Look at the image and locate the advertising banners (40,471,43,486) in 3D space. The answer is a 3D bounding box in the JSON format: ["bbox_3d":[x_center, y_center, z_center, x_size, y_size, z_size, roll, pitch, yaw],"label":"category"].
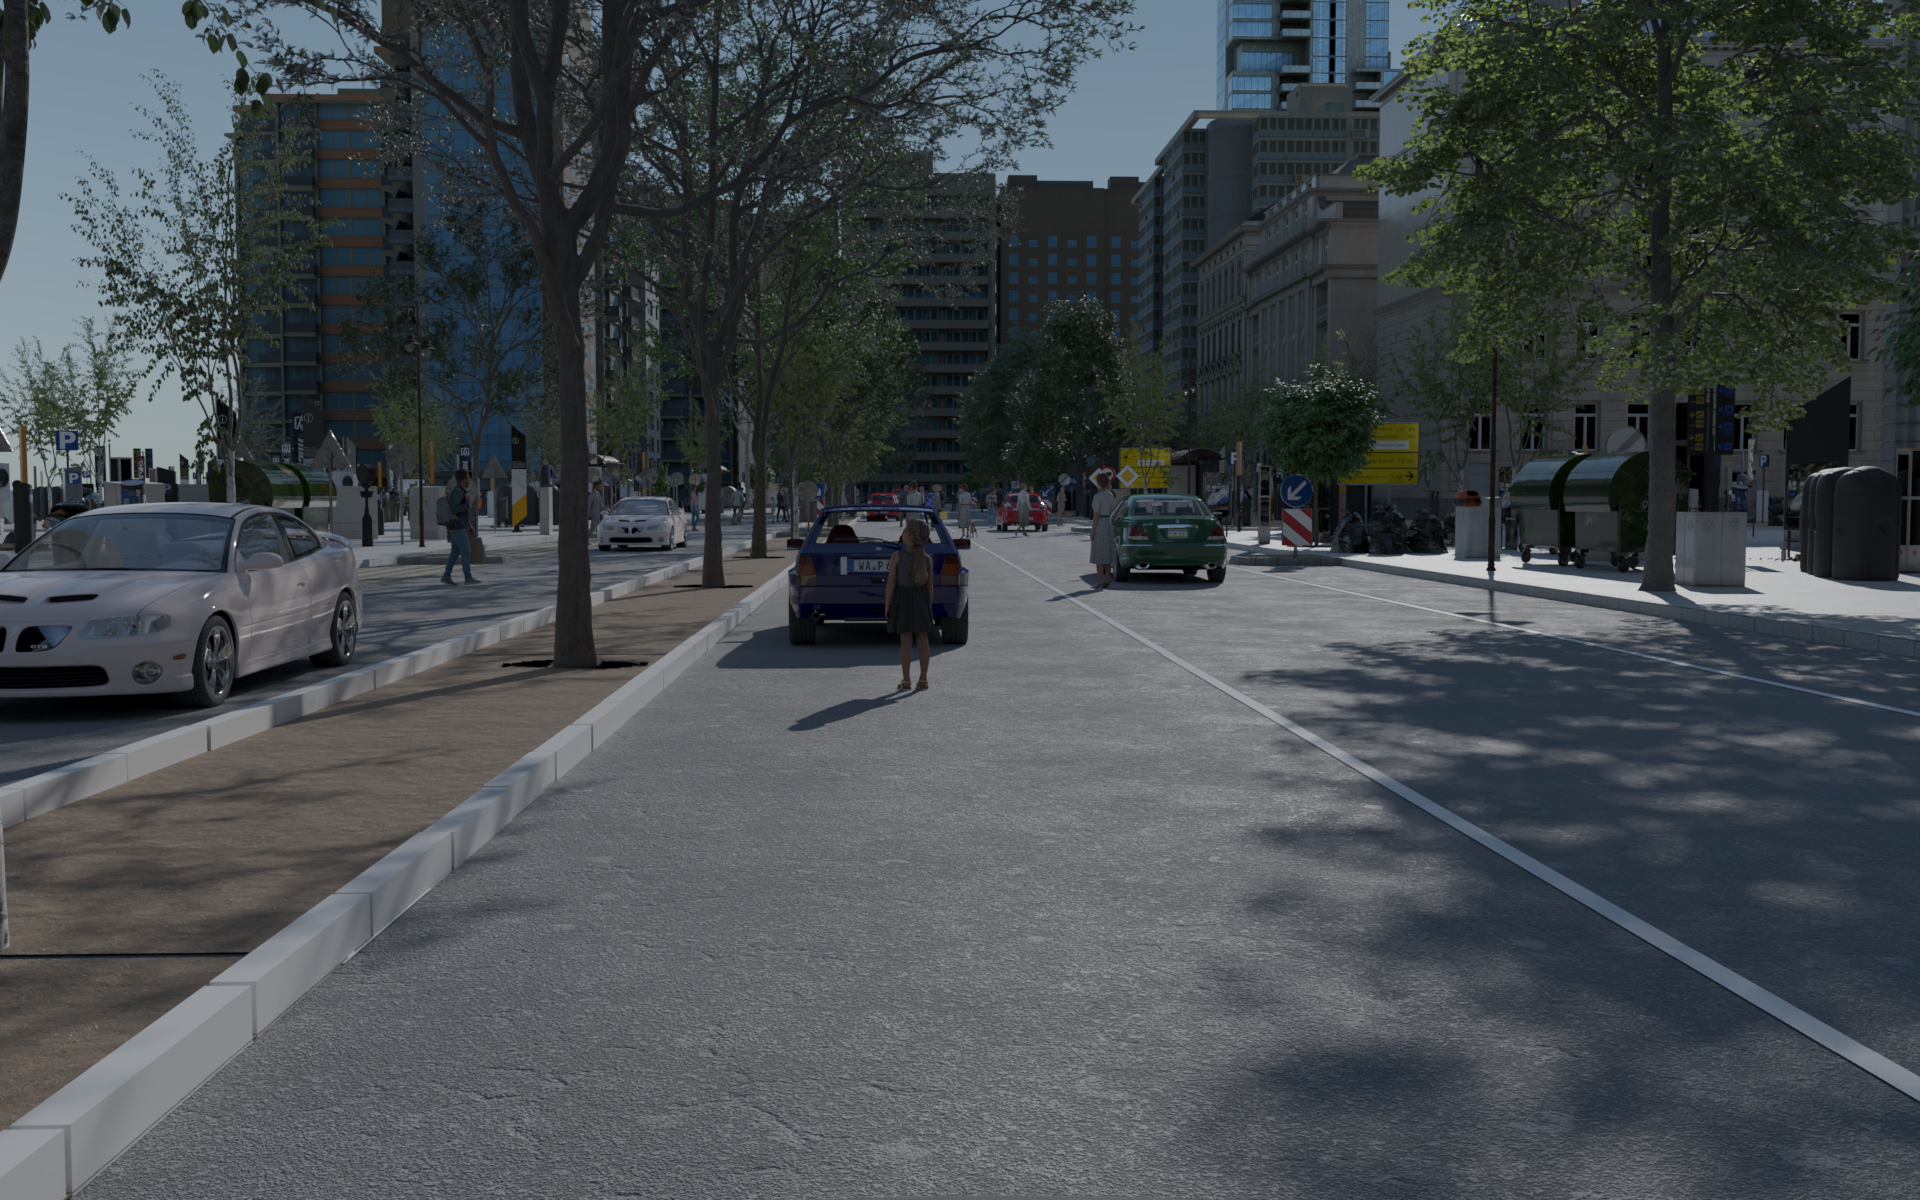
[{"bbox_3d":[-70.089,-8.294,131.786,0.090,3.025,2.074,-3,5,-43],"label":"advertising banners"}]

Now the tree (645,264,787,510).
[{"bbox_3d":[-18.509,-17.356,139.665,12.611,20.169,13.585,0,3,0],"label":"tree"}]

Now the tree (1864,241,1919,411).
[{"bbox_3d":[10.284,-1.999,16.393,4.285,4.588,4.351,0,3,0],"label":"tree"}]

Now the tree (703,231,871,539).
[{"bbox_3d":[-4.461,-5.771,47.177,4.737,8.622,4.395,0,3,0],"label":"tree"}]

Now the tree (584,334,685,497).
[{"bbox_3d":[-15.200,-7.859,78.861,4.737,8.622,4.395,0,3,0],"label":"tree"}]

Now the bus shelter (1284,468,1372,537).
[{"bbox_3d":[11.572,-3.921,55.396,1.731,3.624,6.357,0,4,-2],"label":"bus shelter"}]

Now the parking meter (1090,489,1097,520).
[{"bbox_3d":[6.598,-4.723,85.633,0.372,1.533,0.369,0,3,0],"label":"parking meter"}]

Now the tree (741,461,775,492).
[{"bbox_3d":[-18.245,-10.545,156.126,4.285,4.588,4.351,0,3,0],"label":"tree"}]

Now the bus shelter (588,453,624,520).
[{"bbox_3d":[-18.437,-5.737,87.731,2.014,3.302,5.546,0,4,-2],"label":"bus shelter"}]

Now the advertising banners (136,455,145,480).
[{"bbox_3d":[-37.044,-5.100,79.569,0.090,3.025,2.074,1,4,17],"label":"advertising banners"}]

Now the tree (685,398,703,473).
[{"bbox_3d":[-19.221,-10.969,129.703,4.737,8.622,4.395,0,3,0],"label":"tree"}]

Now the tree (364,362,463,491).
[{"bbox_3d":[-31.293,-8.968,96.984,4.737,8.622,4.395,0,3,0],"label":"tree"}]

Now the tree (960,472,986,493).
[{"bbox_3d":[1.720,-14.225,216.289,4.285,4.588,4.351,0,3,0],"label":"tree"}]

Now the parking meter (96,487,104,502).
[{"bbox_3d":[-45.552,-5.259,91.702,0.255,1.863,0.399,-1,4,-17],"label":"parking meter"}]

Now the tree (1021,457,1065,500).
[{"bbox_3d":[5.919,-8.462,122.073,4.285,4.588,4.351,0,3,0],"label":"tree"}]

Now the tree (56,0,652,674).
[{"bbox_3d":[-3.141,-6.173,13.748,12.009,13.543,11.850,0,3,0],"label":"tree"}]

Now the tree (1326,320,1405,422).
[{"bbox_3d":[17.004,-7.573,74.174,4.360,8.622,3.978,0,3,0],"label":"tree"}]

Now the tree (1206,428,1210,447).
[{"bbox_3d":[15.828,-10.575,123.268,4.360,8.622,3.978,0,3,0],"label":"tree"}]

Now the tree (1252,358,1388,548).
[{"bbox_3d":[8.739,-3.566,42.022,4.285,4.588,4.351,0,3,0],"label":"tree"}]

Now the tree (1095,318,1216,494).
[{"bbox_3d":[7.703,-7.436,71.941,4.737,8.622,4.395,0,3,0],"label":"tree"}]

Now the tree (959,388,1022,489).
[{"bbox_3d":[3.775,-15.572,172.726,7.486,12.596,7.792,0,3,0],"label":"tree"}]

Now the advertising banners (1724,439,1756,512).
[{"bbox_3d":[24.515,-3.562,54.427,2.074,3.025,0.090,-3,5,-42],"label":"advertising banners"}]

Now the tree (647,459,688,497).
[{"bbox_3d":[-16.002,-6.027,93.137,1.663,3.219,1.824,0,3,0],"label":"tree"}]

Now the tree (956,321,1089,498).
[{"bbox_3d":[5.302,-13.590,128.849,9.857,13.997,8.962,0,3,0],"label":"tree"}]

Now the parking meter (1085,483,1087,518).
[{"bbox_3d":[6.822,-5.300,92.366,0.255,1.863,0.399,-1,4,-13],"label":"parking meter"}]

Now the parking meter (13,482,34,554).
[{"bbox_3d":[-20.232,-1.774,37.414,0.372,1.533,0.369,0,3,0],"label":"parking meter"}]

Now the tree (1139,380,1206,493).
[{"bbox_3d":[13.106,-9.891,112.076,4.360,8.622,3.978,0,3,0],"label":"tree"}]

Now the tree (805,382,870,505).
[{"bbox_3d":[-6.208,-8.483,91.508,4.360,8.622,3.978,0,3,0],"label":"tree"}]

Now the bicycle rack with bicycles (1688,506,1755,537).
[{"bbox_3d":[22.217,-2.322,51.352,2.852,0.926,2.925,3,4,37],"label":"bicycle rack with bicycles"}]

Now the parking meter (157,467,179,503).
[{"bbox_3d":[-16.883,-1.910,36.947,0.399,1.863,0.255,-1,4,-19],"label":"parking meter"}]

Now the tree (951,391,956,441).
[{"bbox_3d":[4.098,-15.451,159.278,9.857,13.997,8.962,0,3,0],"label":"tree"}]

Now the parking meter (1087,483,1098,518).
[{"bbox_3d":[6.822,-5.052,88.310,0.399,1.863,0.255,0,4,7],"label":"parking meter"}]

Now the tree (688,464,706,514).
[{"bbox_3d":[-16.891,-7.149,111.486,1.663,3.219,1.824,0,3,0],"label":"tree"}]

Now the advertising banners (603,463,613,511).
[{"bbox_3d":[-20.236,-6.167,97.025,0.090,3.025,2.074,1,4,21],"label":"advertising banners"}]

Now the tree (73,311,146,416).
[{"bbox_3d":[-34.701,-7.276,69.318,4.737,8.622,4.395,0,3,0],"label":"tree"}]

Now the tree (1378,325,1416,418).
[{"bbox_3d":[15.137,-6.247,52.506,4.737,8.622,4.395,0,3,0],"label":"tree"}]

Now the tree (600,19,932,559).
[{"bbox_3d":[-4.349,-6.714,37.981,9.928,11.665,9.643,0,3,0],"label":"tree"}]

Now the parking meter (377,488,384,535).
[{"bbox_3d":[-18.123,-2.782,53.904,0.372,1.533,0.369,0,3,0],"label":"parking meter"}]

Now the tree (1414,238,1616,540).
[{"bbox_3d":[15.500,-5.948,47.618,4.737,8.622,4.395,0,3,0],"label":"tree"}]

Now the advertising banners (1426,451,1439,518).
[{"bbox_3d":[19.071,-4.512,69.958,0.090,3.025,2.074,0,4,2],"label":"advertising banners"}]

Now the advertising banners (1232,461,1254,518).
[{"bbox_3d":[14.507,-5.813,91.232,2.074,3.025,0.090,-1,4,-13],"label":"advertising banners"}]

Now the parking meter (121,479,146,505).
[{"bbox_3d":[-13.673,-1.239,28.677,0.372,1.533,0.369,0,3,0],"label":"parking meter"}]

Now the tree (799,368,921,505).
[{"bbox_3d":[-7.444,-12.162,118.312,9.611,12.733,9.660,0,3,0],"label":"tree"}]

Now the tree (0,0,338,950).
[{"bbox_3d":[-3.096,-3.216,5.402,4.360,8.622,3.978,0,3,0],"label":"tree"}]

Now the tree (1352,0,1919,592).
[{"bbox_3d":[9.195,-6.416,23.033,7.486,12.596,7.792,0,3,0],"label":"tree"}]

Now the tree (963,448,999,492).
[{"bbox_3d":[2.656,-14.106,180.999,4.737,8.622,4.395,0,3,0],"label":"tree"}]

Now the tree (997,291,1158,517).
[{"bbox_3d":[6.738,-11.092,98.355,9.611,12.733,9.660,0,3,0],"label":"tree"}]

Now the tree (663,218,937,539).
[{"bbox_3d":[-5.066,-7.125,53.356,8.767,10.594,7.601,0,4,-2],"label":"tree"}]

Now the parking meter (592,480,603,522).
[{"bbox_3d":[-14.730,-3.959,70.434,0.399,1.863,0.255,1,4,10],"label":"parking meter"}]

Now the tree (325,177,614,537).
[{"bbox_3d":[-14.548,-7.149,51.299,8.767,10.594,7.601,-1,4,-11],"label":"tree"}]

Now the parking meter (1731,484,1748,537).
[{"bbox_3d":[19.877,-2.188,44.181,0.372,1.533,0.369,0,3,0],"label":"parking meter"}]

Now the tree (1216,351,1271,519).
[{"bbox_3d":[14.690,-8.441,88.376,4.737,8.622,4.395,0,3,0],"label":"tree"}]

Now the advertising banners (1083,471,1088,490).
[{"bbox_3d":[9.545,-7.733,122.622,2.074,3.025,0.090,0,4,4],"label":"advertising banners"}]

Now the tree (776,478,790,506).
[{"bbox_3d":[-19.513,-12.090,192.273,1.663,3.219,1.824,0,3,0],"label":"tree"}]

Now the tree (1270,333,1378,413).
[{"bbox_3d":[17.383,-7.901,79.539,4.737,8.622,4.395,0,3,0],"label":"tree"}]

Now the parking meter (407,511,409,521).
[{"bbox_3d":[-26.268,-4.714,82.787,0.255,1.863,0.399,-2,4,-26],"label":"parking meter"}]

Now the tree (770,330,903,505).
[{"bbox_3d":[-6.866,-10.813,97.378,7.486,12.596,7.792,0,3,0],"label":"tree"}]
